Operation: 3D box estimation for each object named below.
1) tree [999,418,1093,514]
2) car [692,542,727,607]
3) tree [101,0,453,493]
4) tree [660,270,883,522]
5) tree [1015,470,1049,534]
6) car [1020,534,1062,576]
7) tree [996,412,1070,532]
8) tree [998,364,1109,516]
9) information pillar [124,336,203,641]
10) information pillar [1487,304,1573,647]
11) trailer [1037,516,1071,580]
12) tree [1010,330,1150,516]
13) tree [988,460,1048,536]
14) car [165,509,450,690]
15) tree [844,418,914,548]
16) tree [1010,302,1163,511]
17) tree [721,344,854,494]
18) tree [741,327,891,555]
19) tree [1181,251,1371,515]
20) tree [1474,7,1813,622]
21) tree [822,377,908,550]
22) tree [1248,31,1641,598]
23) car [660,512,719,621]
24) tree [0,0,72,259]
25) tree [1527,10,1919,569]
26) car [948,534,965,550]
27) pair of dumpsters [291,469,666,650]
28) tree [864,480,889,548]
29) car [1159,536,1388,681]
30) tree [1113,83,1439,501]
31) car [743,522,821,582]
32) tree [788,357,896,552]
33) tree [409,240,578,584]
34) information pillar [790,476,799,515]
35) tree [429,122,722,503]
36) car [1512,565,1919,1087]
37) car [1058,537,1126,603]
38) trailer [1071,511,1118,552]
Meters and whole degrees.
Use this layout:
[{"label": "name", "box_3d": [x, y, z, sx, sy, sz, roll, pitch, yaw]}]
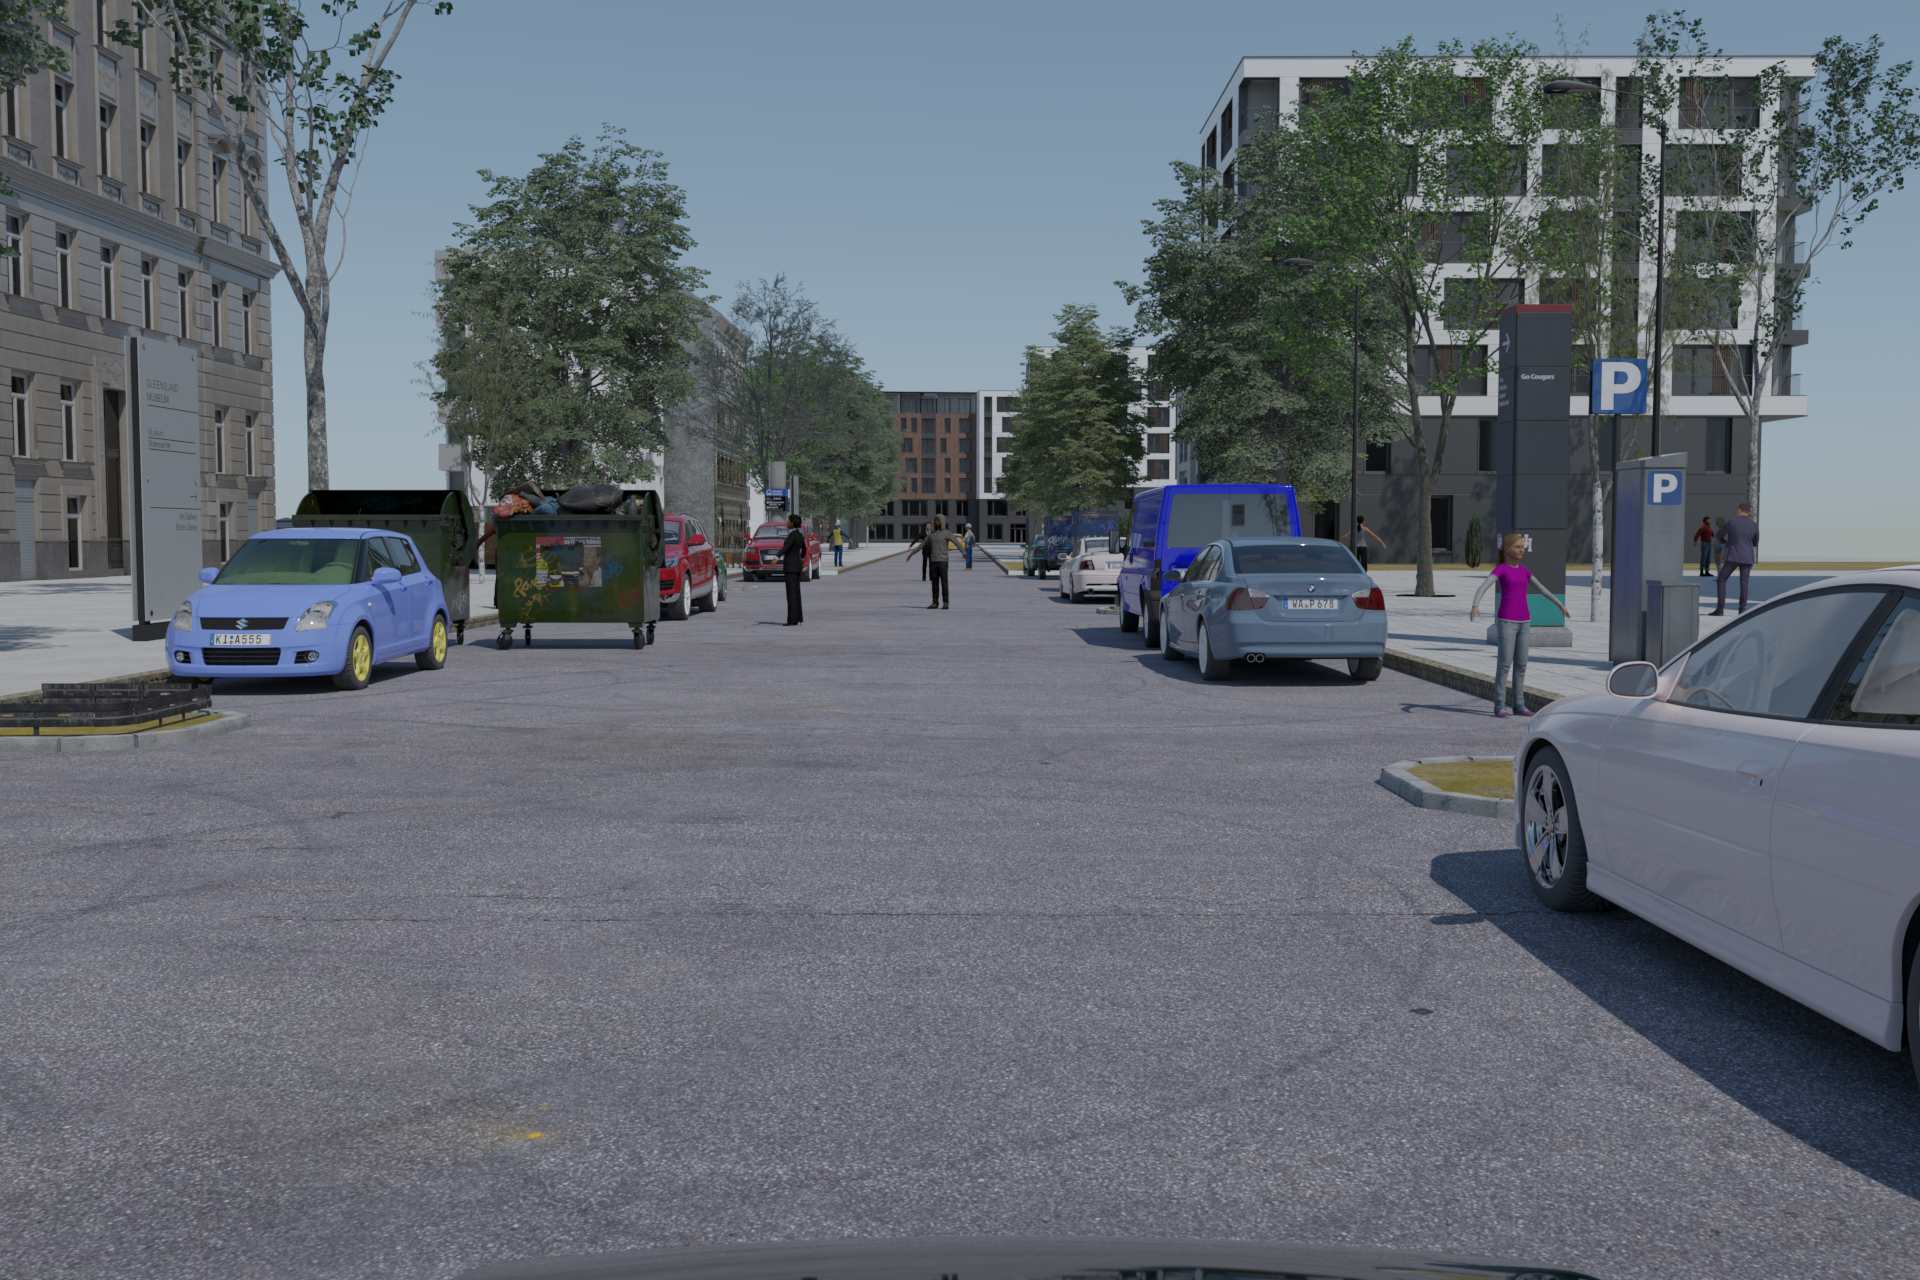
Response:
[{"label": "tree", "box_3d": [6.097, -11.254, 118.419, 7.601, 10.594, 8.767, -2, 4, -26]}, {"label": "car", "box_3d": [-5.925, -1.459, 35.653, 2.131, 1.459, 4.920, 0, 3, 0]}, {"label": "tree", "box_3d": [-13.377, -10.731, 31.342, 12.611, 20.169, 13.585, 0, 3, 0]}, {"label": "tree", "box_3d": [-8.968, -10.453, 81.282, 12.009, 13.543, 11.850, 0, 3, 0]}, {"label": "tree", "box_3d": [6.854, -11.517, 138.661, 4.360, 8.622, 3.978, 0, 3, 0]}, {"label": "car", "box_3d": [3.185, -2.968, 60.329, 2.131, 1.459, 4.920, 0, 4, -1]}, {"label": "tree", "box_3d": [6.836, -13.938, 146.012, 7.486, 12.596, 7.792, 0, 3, 0]}, {"label": "tree", "box_3d": [6.081, -10.970, 105.108, 9.928, 11.665, 9.643, 0, 3, 0]}, {"label": "information pillar", "box_3d": [-9.808, -1.840, 21.394, 0.184, 3.620, 1.656, 0, 4, -1]}, {"label": "information pillar", "box_3d": [6.561, -1.865, 19.867, 0.750, 3.857, 0.750, 0, 4, 1]}, {"label": "trailer", "box_3d": [3.207, -2.964, 55.510, 1.471, 1.999, 3.904, 0, 4, 0]}, {"label": "tree", "box_3d": [6.599, -10.853, 95.566, 7.486, 12.596, 7.792, 0, 3, 0]}, {"label": "tree", "box_3d": [6.744, -13.572, 156.306, 8.767, 10.594, 7.601, -1, 4, -10]}, {"label": "car", "box_3d": [-6.320, -0.453, 17.001, 1.945, 1.707, 3.694, 0, 3, 0]}, {"label": "tree", "box_3d": [-9.205, -14.968, 155.090, 12.009, 13.543, 11.850, 0, 3, 0]}, {"label": "tree", "box_3d": [6.139, -10.243, 85.597, 7.486, 12.596, 7.792, 0, 3, 0]}, {"label": "tree", "box_3d": [-9.212, -10.316, 94.420, 9.928, 11.665, 9.643, 0, 3, 0]}, {"label": "tree", "box_3d": [-8.863, -12.162, 105.510, 9.857, 13.997, 8.962, 0, 3, 0]}, {"label": "tree", "box_3d": [12.334, -9.187, 68.331, 7.486, 12.596, 7.792, 0, 3, 0]}, {"label": "tree", "box_3d": [9.134, -4.576, 25.174, 4.360, 8.622, 3.978, 0, 3, 0]}, {"label": "tree", "box_3d": [-8.818, -14.323, 140.839, 9.857, 13.997, 8.962, 0, 3, 0]}, {"label": "tree", "box_3d": [9.626, -6.692, 35.168, 9.928, 11.665, 9.643, 0, 3, 0]}, {"label": "car", "box_3d": [-5.512, -1.328, 30.389, 2.281, 1.827, 5.304, 0, 4, 0]}, {"label": "tree", "box_3d": [-12.159, -6.567, 14.033, 9.857, 13.997, 8.962, 0, 3, 0]}, {"label": "tree", "box_3d": [27.823, -12.709, 63.681, 12.611, 20.169, 13.585, 0, 3, 0]}, {"label": "car", "box_3d": [-0.476, -7.766, 137.196, 2.015, 1.641, 3.980, 0, 4, -1]}, {"label": "pair of dumpsters", "box_3d": [-6.012, -1.031, 21.815, 4.436, 2.255, 1.574, 0, 4, 0]}, {"label": "tree", "box_3d": [-8.503, -13.021, 163.253, 4.737, 8.622, 4.395, 0, 3, 0]}, {"label": "car", "box_3d": [3.205, -0.380, 18.223, 2.014, 1.417, 4.499, 0, 4, -1]}, {"label": "tree", "box_3d": [9.379, -8.830, 51.026, 9.857, 13.997, 8.962, 0, 3, 0]}, {"label": "car", "box_3d": [-5.459, -2.743, 53.514, 2.281, 1.827, 5.304, 0, 4, 0]}, {"label": "tree", "box_3d": [-9.292, -13.360, 125.084, 9.857, 13.997, 8.962, 0, 3, 0]}, {"label": "tree", "box_3d": [-12.386, -5.728, 44.017, 4.360, 8.622, 3.978, 0, 3, 0]}, {"label": "information pillar", "box_3d": [-6.708, -4.827, 70.241, 0.184, 3.620, 1.656, 0, 4, 0]}, {"label": "tree", "box_3d": [-12.442, -9.058, 54.749, 9.857, 13.997, 8.962, 0, 3, 0]}, {"label": "car", "box_3d": [3.169, 0.440, 5.171, 2.083, 1.381, 4.827, 0, 4, 0]}, {"label": "car", "box_3d": [3.185, -1.518, 37.187, 2.083, 1.381, 4.827, 0, 4, -1]}, {"label": "trailer", "box_3d": [3.348, -2.256, 43.927, 1.471, 1.999, 3.904, 0, 3, 0]}]
